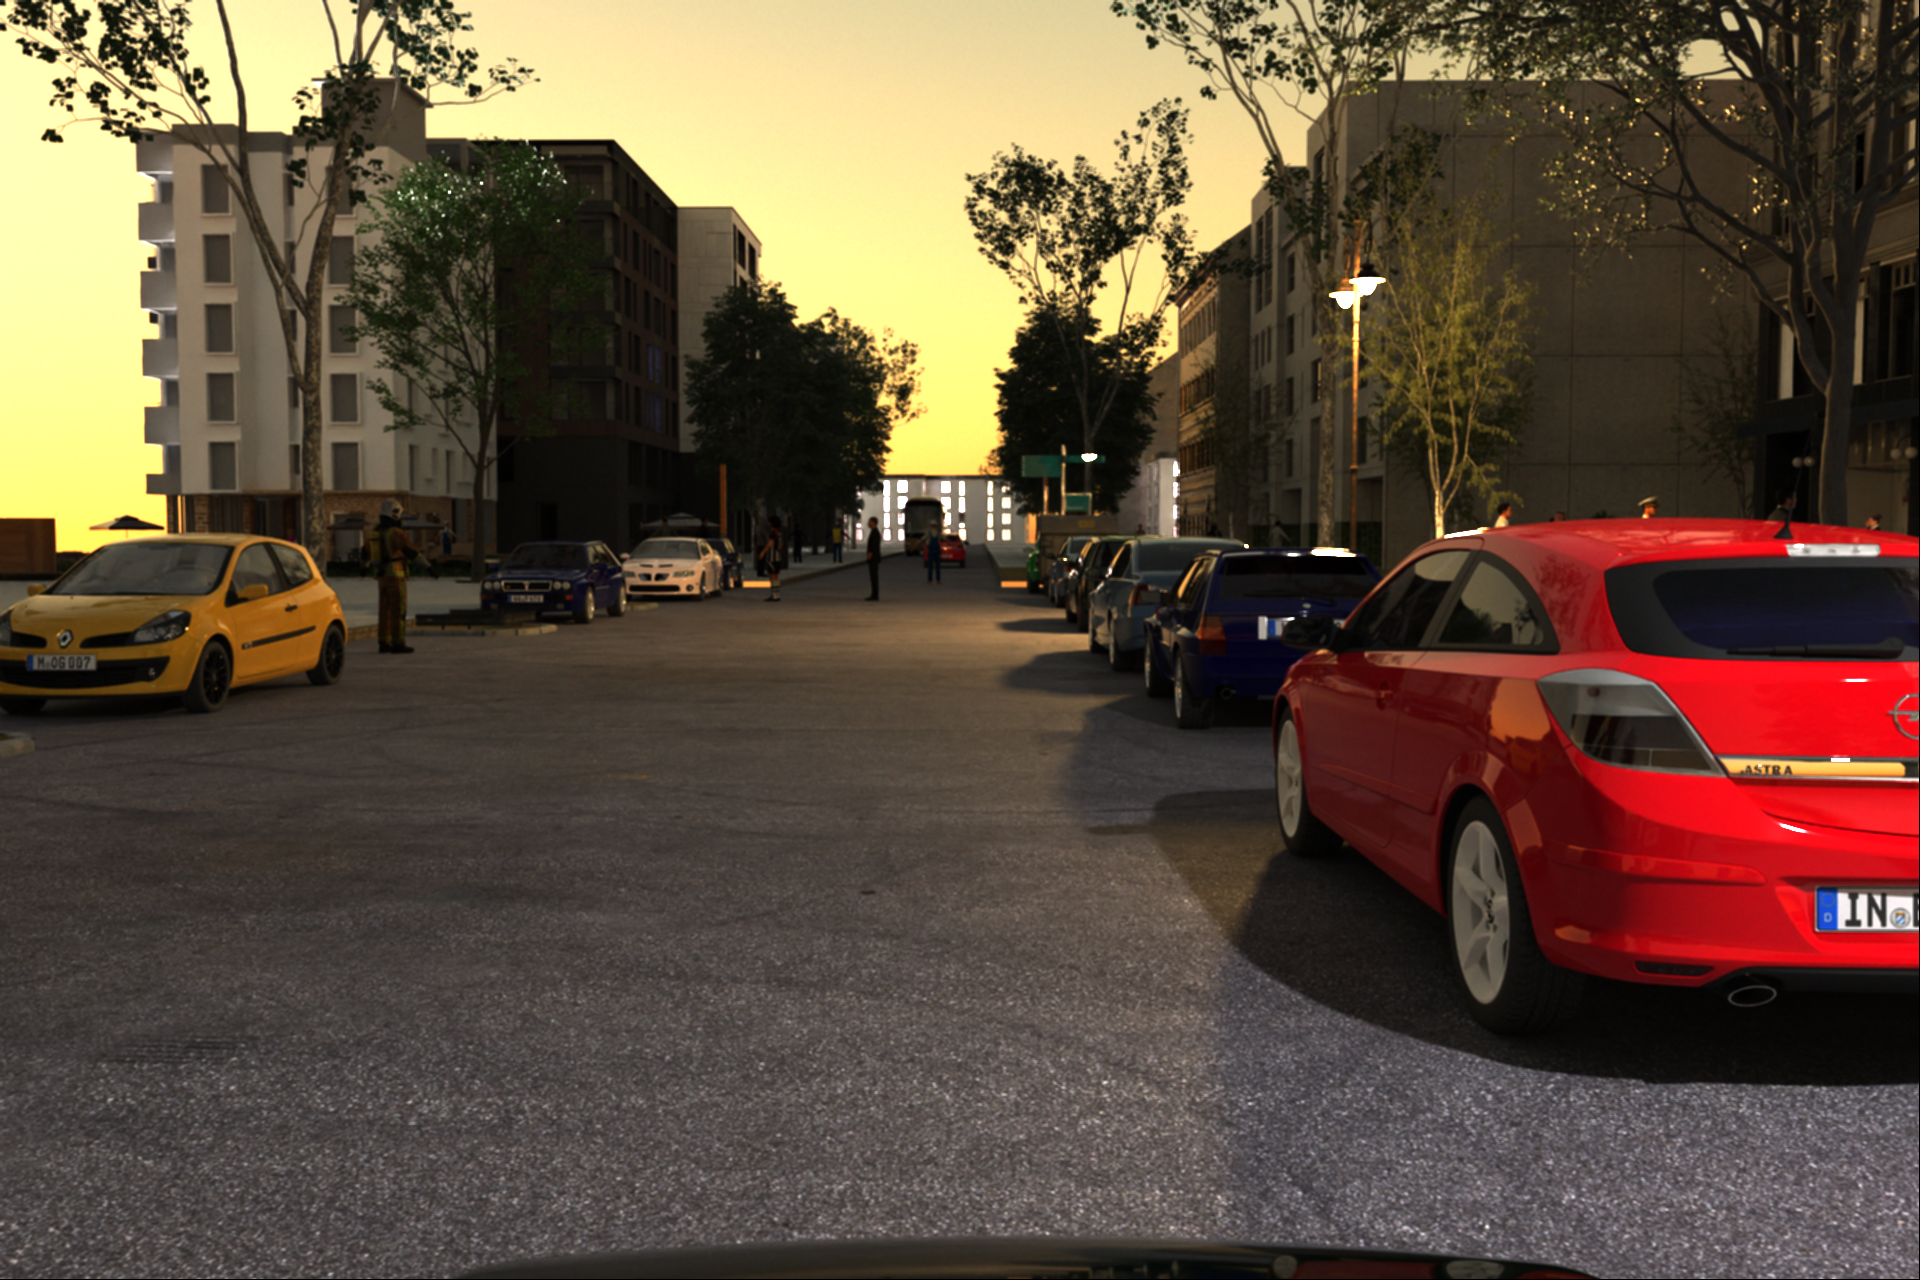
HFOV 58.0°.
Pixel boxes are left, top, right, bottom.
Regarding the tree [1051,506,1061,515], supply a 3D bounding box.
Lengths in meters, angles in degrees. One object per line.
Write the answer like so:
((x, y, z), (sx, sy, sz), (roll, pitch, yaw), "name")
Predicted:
((6.835, -10.558, 122.987), (4.737, 8.622, 4.395), (0, 3, 0), "tree")

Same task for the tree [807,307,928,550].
((-8.689, -17.573, 143.206), (12.611, 20.169, 13.585), (0, 3, 0), "tree")

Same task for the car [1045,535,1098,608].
((2.740, -1.404, 34.960), (2.014, 1.417, 4.499), (0, 4, 0), "car")

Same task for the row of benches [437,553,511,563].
((-15.206, -2.563, 57.374), (4.104, 0.672, 1.422), (0, 4, 3), "row of benches")

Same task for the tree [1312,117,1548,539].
((8.708, -4.922, 30.840), (4.360, 8.622, 3.978), (0, 3, 0), "tree")

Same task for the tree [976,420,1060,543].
((6.578, -14.334, 144.733), (12.009, 13.543, 11.850), (0, 3, 0), "tree")

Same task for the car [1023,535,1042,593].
((2.574, -2.106, 43.235), (1.959, 1.807, 4.718), (0, 4, 1), "car")

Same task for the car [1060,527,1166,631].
((2.581, -1.045, 26.880), (2.009, 1.686, 4.222), (0, 3, 0), "car")

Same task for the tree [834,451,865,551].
((-8.342, -11.095, 131.763), (4.360, 8.622, 3.978), (0, 3, 0), "tree")

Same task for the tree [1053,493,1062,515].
((6.977, -10.039, 114.506), (4.737, 8.622, 4.395), (0, 3, 0), "tree")

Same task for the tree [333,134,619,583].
((-12.551, -7.312, 45.304), (9.928, 11.665, 9.643), (0, 3, 0), "tree")

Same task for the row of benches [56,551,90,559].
((-32.975, -2.942, 63.572), (1.422, 0.672, 4.104), (0, 4, -4), "row of benches")

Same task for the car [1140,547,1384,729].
((2.476, -0.090, 14.048), (1.945, 1.354, 3.894), (0, 4, 1), "car")

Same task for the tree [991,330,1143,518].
((6.329, -12.012, 103.047), (9.857, 13.997, 8.962), (0, 3, 0), "tree")

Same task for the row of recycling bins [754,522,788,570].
((-6.827, -3.421, 63.042), (1.069, 1.692, 3.534), (0, 4, 2), "row of recycling bins")

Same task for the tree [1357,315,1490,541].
((15.483, -6.523, 57.010), (4.737, 8.622, 4.395), (0, 3, 0), "tree")

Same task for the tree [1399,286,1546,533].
((15.062, -6.186, 51.497), (4.737, 8.622, 4.395), (0, 3, 0), "tree")

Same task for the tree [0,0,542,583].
((-13.488, -10.870, 33.614), (12.611, 20.169, 13.585), (0, 3, 0), "tree")

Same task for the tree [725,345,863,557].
((-9.163, -10.385, 95.548), (9.928, 11.665, 9.643), (0, 3, 0), "tree")

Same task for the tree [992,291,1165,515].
((6.133, -11.251, 90.607), (9.857, 13.997, 8.962), (0, 3, 0), "tree")

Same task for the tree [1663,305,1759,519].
((25.250, -6.398, 54.972), (4.360, 8.622, 3.978), (0, 3, 0), "tree")

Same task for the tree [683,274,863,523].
((-9.200, -10.907, 84.982), (9.857, 13.997, 8.962), (0, 3, 0), "tree")

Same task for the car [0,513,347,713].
((-6.795, -0.297, 15.078), (2.015, 1.641, 3.980), (0, 4, 1), "car")

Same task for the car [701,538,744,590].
((-6.717, -2.009, 45.421), (1.945, 1.354, 3.894), (0, 4, 0), "car")

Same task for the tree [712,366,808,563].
((-9.407, -7.732, 76.778), (4.360, 8.622, 3.978), (0, 3, 0), "tree")

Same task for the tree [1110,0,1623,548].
((9.950, -11.248, 39.799), (12.611, 20.169, 13.585), (0, 3, 0), "tree")

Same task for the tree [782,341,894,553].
((-8.787, -12.803, 115.985), (9.857, 13.997, 8.962), (0, 3, 0), "tree")

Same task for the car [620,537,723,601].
((-6.396, -1.597, 38.474), (2.083, 1.381, 4.827), (0, 4, 0), "car")

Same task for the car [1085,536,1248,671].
((2.440, -0.453, 19.411), (2.014, 1.417, 4.499), (0, 4, 0), "car")

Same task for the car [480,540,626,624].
((-6.733, -0.996, 28.863), (1.945, 1.354, 3.894), (0, 4, 1), "car")

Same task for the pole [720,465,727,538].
((-6.958, -3.492, 50.932), (0.158, 3.312, 0.155), (0, 3, 0), "pole")

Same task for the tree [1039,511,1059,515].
((14.447, -18.966, 244.504), (7.601, 10.594, 8.767), (0, 4, -5), "tree")

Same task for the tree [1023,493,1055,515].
((6.701, -10.991, 130.069), (4.737, 8.622, 4.395), (0, 3, 0), "tree")

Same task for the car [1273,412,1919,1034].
((2.364, 0.158, 6.455), (2.155, 1.783, 4.494), (0, 4, -1), "car")

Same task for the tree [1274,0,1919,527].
((8.052, -6.451, 15.840), (12.009, 13.543, 11.850), (0, 3, 0), "tree")

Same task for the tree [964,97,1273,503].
((6.838, -13.400, 74.979), (12.611, 20.169, 13.585), (0, 3, 0), "tree")

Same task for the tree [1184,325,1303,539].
((9.566, -6.770, 61.054), (4.360, 8.622, 3.978), (0, 3, 0), "tree")

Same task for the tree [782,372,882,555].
((-8.774, -11.007, 105.724), (9.928, 11.665, 9.643), (0, 3, 0), "tree")

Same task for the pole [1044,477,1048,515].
((3.087, -4.181, 62.205), (0.158, 3.312, 0.155), (0, 3, 0), "pole")

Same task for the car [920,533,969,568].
((-0.668, -4.046, 75.196), (2.155, 1.783, 4.494), (0, 4, -1), "car")

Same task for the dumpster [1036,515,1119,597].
((2.694, -1.925, 39.685), (1.865, 1.857, 1.264), (0, 4, 0), "dumpster")
